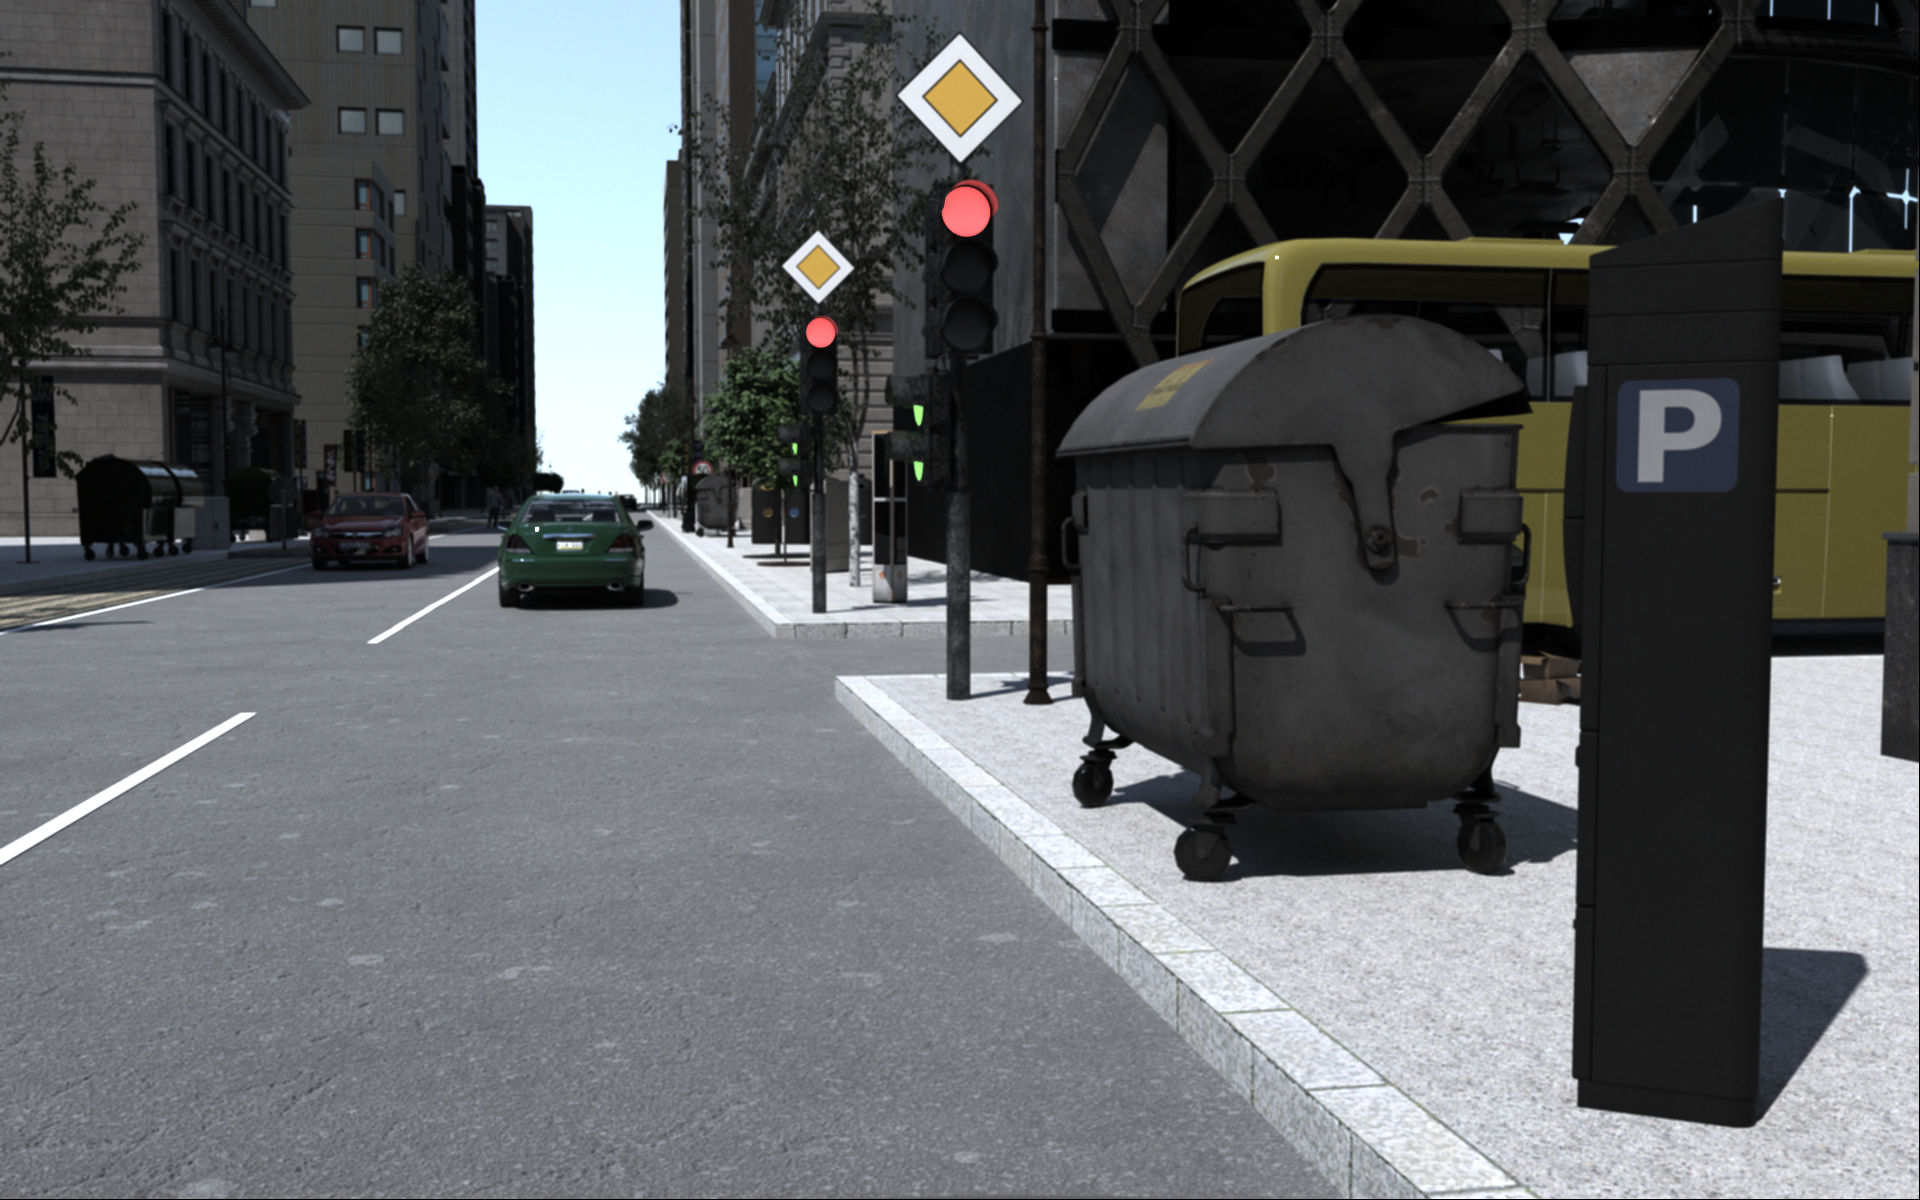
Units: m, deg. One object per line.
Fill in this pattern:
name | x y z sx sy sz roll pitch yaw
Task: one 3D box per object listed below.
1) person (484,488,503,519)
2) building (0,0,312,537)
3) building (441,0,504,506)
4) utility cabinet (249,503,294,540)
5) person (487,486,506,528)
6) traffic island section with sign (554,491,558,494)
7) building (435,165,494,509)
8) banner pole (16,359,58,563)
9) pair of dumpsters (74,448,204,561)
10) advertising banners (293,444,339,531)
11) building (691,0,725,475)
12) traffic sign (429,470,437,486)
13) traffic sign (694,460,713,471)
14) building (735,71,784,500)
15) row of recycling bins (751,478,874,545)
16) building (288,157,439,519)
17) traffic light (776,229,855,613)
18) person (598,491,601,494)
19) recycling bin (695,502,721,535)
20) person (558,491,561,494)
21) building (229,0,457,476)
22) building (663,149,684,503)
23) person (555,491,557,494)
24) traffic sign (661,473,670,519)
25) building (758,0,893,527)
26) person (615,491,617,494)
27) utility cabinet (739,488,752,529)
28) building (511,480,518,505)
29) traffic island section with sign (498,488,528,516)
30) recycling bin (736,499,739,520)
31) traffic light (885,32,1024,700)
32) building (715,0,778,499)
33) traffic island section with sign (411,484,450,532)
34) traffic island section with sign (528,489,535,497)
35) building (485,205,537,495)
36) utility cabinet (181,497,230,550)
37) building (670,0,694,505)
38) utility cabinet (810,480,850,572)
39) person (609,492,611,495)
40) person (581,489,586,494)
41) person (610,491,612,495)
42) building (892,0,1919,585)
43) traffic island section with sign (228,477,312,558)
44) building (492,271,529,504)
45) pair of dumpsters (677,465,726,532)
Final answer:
person | -26.811 -5.585 99.816 0.705 1.824 1.348 3 5 39
building | -28.565 -12.316 52.276 10.553 20.767 40.483 -1 4 -11
building | -59.112 -45.447 181.312 20.563 71.187 20.611 -1 4 -11
utility cabinet | -19.037 -2.397 47.866 1.173 1.500 0.318 1 4 9
person | -19.578 -3.929 73.222 0.782 1.767 0.515 0 4 6
traffic island section with sign | -45.435 -11.445 195.757 1.989 1.847 2.006 -1 4 -11
building | -48.843 -23.181 150.708 14.160 30.474 14.107 -1 4 -11
banner pole | -17.157 -2.578 32.171 0.863 3.779 0.401 1 4 8
pair of dumpsters | -16.725 -2.007 35.316 1.574 2.255 4.437 -1 4 -11
advertising banners | -22.721 -3.934 60.503 2.074 3.025 0.090 -2 4 -35
building | -9.237 -35.844 128.045 21.231 58.520 28.212 -1 4 -11
traffic sign | -27.719 -5.525 90.438 0.768 2.556 0.104 0 4 -2
traffic sign | -9.702 -3.996 65.440 0.768 2.556 0.104 0 4 -2
building | -3.279 -14.733 82.687 13.314 21.916 24.055 -1 4 -11
row of recycling bins | -3.724 -2.272 44.254 3.534 1.692 1.069 1 4 21
building | -46.569 -15.675 101.326 27.650 21.520 28.899 -1 4 -11
traffic light | -1.534 -1.813 18.562 0.839 4.253 0.868 -1 4 -11
person | -40.755 -11.436 195.482 1.348 1.823 0.705 3 5 40
recycling bin | -7.852 -2.539 54.060 0.722 1.027 0.722 0 4 -1
person | -27.703 -6.726 119.938 0.415 1.643 0.593 0 4 -2
building | -52.527 -32.945 127.889 28.713 52.752 27.495 -1 4 -11
building | -29.974 -37.732 240.623 21.300 48.544 21.600 -1 4 -11
person | -43.040 -10.736 184.713 0.721 1.739 1.217 3 5 45
traffic sign | -15.258 -5.544 90.756 0.768 2.556 0.104 0 4 -6
building | -0.763 -14.183 60.763 11.050 23.489 19.941 -1 4 -11
person | -47.029 -13.969 236.980 0.705 1.812 1.348 -1 4 -10
utility cabinet | -7.322 -3.266 62.075 1.173 1.500 0.318 1 4 14
building | -69.229 -31.286 203.407 32.217 40.220 23.993 -1 4 -11
traffic island section with sign | -29.934 -6.509 115.056 1.989 1.847 2.006 -1 4 -11
recycling bin | -11.123 -4.447 85.264 0.722 1.027 0.722 -3 5 -39
traffic light | -0.029 -1.333 10.719 0.839 4.253 0.868 -1 4 -11
building | -7.647 -27.919 106.580 14.600 45.320 14.200 -1 4 -11
traffic island section with sign | -20.486 -3.498 65.824 1.989 1.847 2.006 -1 4 -11
traffic island section with sign | -35.012 -8.129 141.530 1.989 1.847 2.006 -1 4 -11
building | -65.888 -33.890 237.702 14.154 41.232 14.086 -1 4 -11
utility cabinet | -17.313 -1.748 39.743 0.306 1.237 1.020 3 5 42
building | -26.717 -47.759 219.106 20.563 71.187 20.611 -1 4 -11
utility cabinet | -2.090 -1.216 28.568 0.318 1.500 1.173 1 4 22
person | -39.854 -11.521 197.659 1.217 1.735 0.721 3 5 44
person | -25.819 -6.736 118.648 1.348 1.822 0.705 0 3 0
person | -49.161 -14.378 243.657 0.705 1.814 1.350 0 4 4
building | 8.334 -9.971 30.480 16.811 18.784 16.820 -1 4 -11
traffic island section with sign | -15.397 -1.879 39.351 1.989 1.847 2.006 -1 4 -11
building | -63.623 -27.672 224.137 14.160 30.474 14.107 -1 4 -11
pair of dumpsters | -8.997 -3.535 60.293 1.574 2.255 4.437 -1 4 -11
